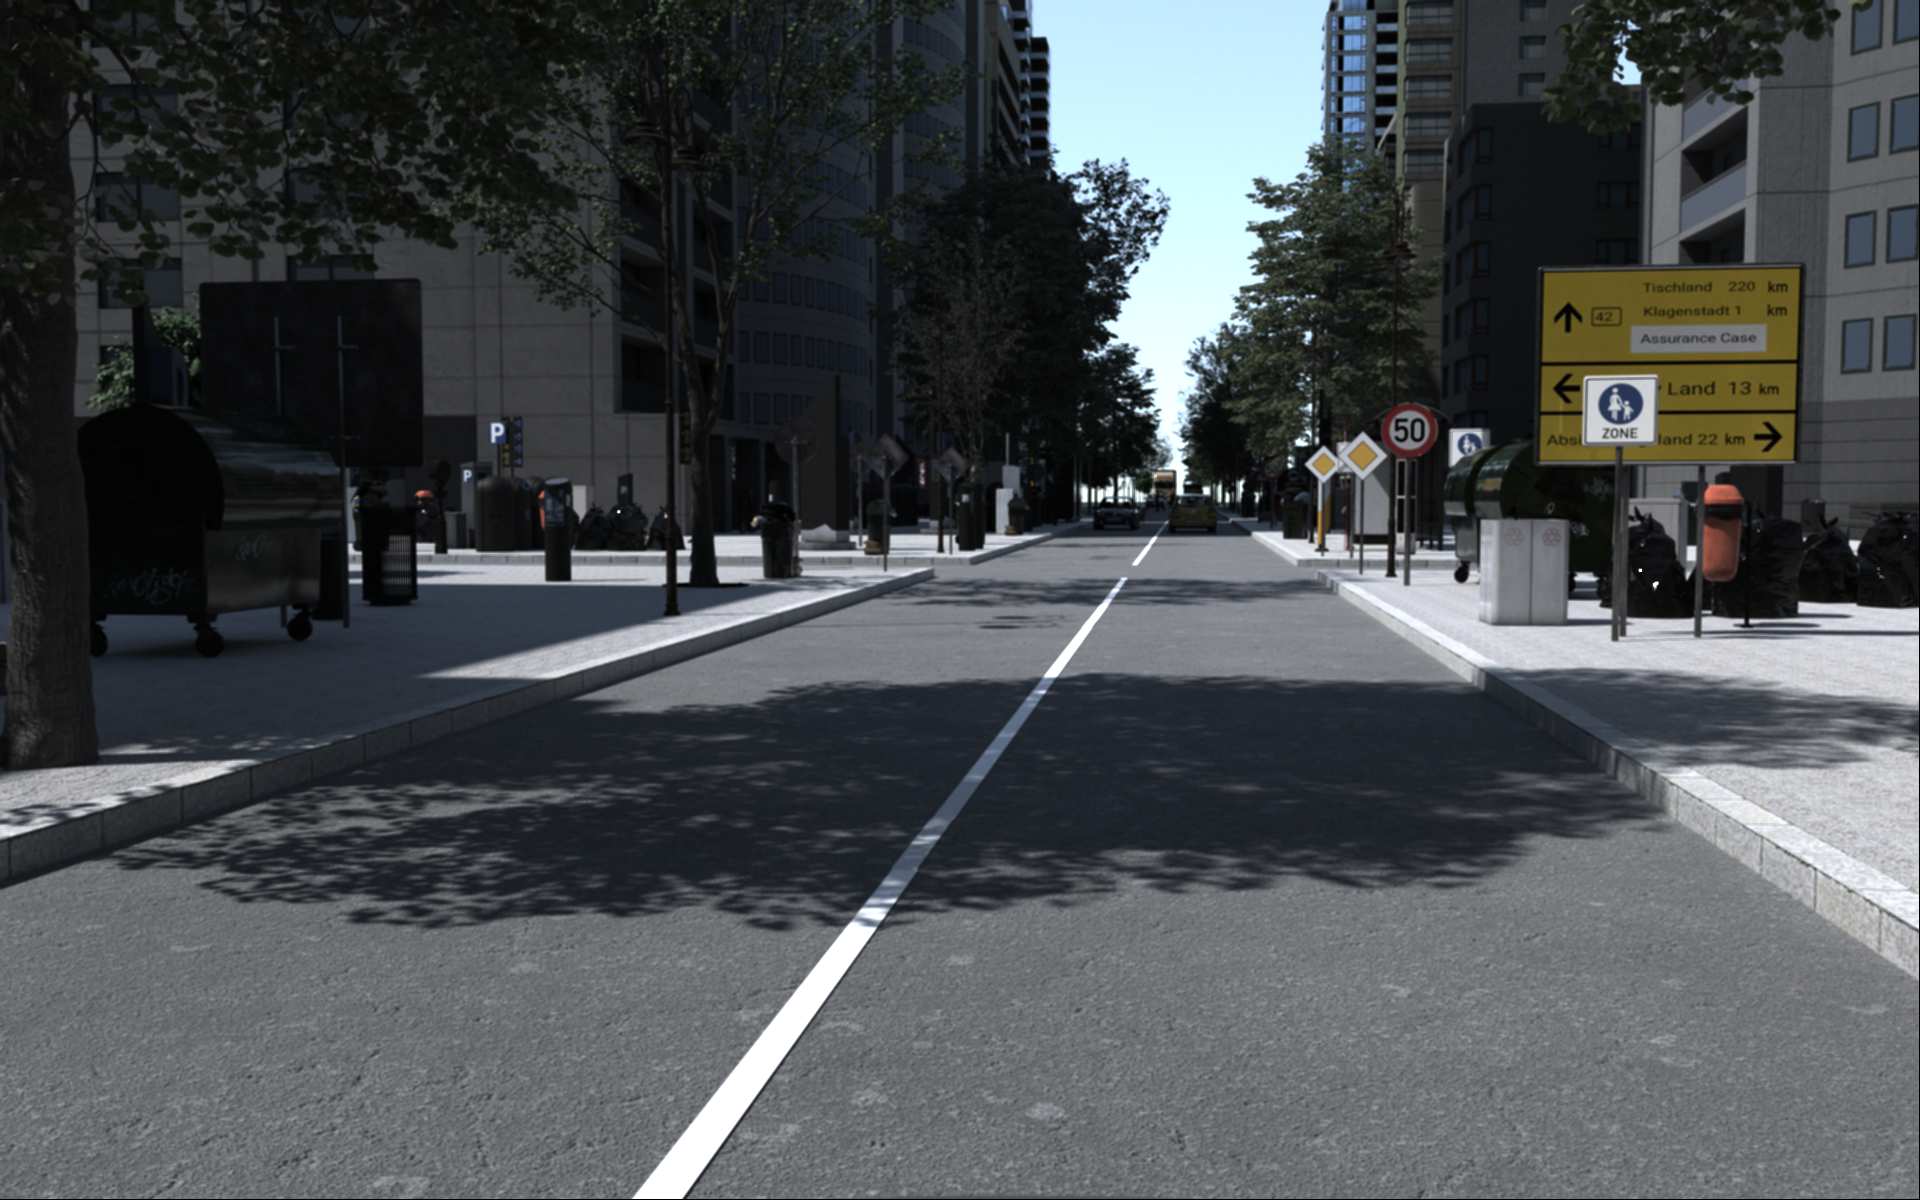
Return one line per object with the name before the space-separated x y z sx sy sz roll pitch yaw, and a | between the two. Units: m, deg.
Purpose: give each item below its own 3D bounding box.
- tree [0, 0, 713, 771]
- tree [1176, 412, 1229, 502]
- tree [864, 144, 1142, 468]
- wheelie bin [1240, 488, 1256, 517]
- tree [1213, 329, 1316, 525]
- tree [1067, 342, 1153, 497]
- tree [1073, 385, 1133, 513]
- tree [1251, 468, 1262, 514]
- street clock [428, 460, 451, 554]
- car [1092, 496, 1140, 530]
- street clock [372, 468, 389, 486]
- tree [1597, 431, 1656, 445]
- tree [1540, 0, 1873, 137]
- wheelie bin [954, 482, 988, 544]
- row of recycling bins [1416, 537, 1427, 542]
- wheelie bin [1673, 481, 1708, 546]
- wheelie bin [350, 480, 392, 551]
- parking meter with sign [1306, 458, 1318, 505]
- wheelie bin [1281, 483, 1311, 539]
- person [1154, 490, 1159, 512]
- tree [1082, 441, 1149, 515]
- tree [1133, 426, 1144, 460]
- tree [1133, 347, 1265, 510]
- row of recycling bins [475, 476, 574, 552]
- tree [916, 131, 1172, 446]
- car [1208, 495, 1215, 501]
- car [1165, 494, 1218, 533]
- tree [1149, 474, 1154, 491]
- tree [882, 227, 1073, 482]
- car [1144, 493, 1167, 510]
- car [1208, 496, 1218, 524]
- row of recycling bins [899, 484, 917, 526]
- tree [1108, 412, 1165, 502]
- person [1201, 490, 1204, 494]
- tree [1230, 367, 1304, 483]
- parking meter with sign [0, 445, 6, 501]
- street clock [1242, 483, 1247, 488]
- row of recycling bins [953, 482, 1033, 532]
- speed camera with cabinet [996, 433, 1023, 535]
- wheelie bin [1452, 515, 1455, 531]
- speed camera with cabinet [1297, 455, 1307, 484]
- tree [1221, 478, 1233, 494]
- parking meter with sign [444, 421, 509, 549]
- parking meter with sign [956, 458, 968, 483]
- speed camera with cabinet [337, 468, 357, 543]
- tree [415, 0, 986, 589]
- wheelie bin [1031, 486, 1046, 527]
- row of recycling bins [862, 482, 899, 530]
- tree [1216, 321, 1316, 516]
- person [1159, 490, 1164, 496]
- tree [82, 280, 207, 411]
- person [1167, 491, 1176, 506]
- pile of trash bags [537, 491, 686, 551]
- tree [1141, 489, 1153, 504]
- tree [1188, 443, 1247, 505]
tree | -4.349 -5.516 8.319 7.486 12.596 7.792 0 3 0
tree | 36.728 -21.175 252.872 9.857 13.997 8.962 0 3 0
tree | 1.736 -9.551 62.814 9.857 13.997 8.962 0 3 0
wheelie bin | 16.091 -5.434 96.749 0.693 1.594 0.980 -3 5 -42
tree | 13.014 -7.471 72.516 4.360 8.622 3.978 0 3 0
tree | 11.524 -12.922 129.402 7.486 12.596 7.792 0 3 0
tree | 8.614 -10.198 117.095 4.360 8.622 3.978 0 3 0
tree | 19.249 -7.222 112.689 1.663 3.219 1.824 0 3 0
street clock | -11.101 -1.984 37.002 0.358 2.002 0.471 1 4 22
car | 6.364 -3.528 70.262 1.945 1.354 3.894 1 4 8
street clock | -13.964 -2.275 41.766 0.358 2.002 0.471 -3 5 -44
tree | 24.370 -5.183 68.456 4.285 4.588 4.351 0 3 0
tree | 5.267 -5.457 7.351 7.486 12.596 7.792 0 3 0
wheelie bin | 0.279 -2.235 44.446 0.980 1.594 0.693 3 4 38
row of recycling bins | 12.501 -2.518 48.279 1.069 1.692 3.534 1 4 19
wheelie bin | 18.224 -2.153 43.114 0.980 1.594 0.693 0 4 1
wheelie bin | -13.192 -1.898 38.933 0.693 1.594 0.980 1 4 21
parking meter with sign | 18.335 -5.669 88.947 1.738 3.016 0.543 1 4 18
wheelie bin | 9.591 -2.540 49.443 0.980 1.594 0.693 2 4 28
person | 15.604 -7.856 137.666 0.721 1.735 1.217 0 4 -7
tree | 8.433 -7.528 106.789 4.285 4.588 4.351 0 3 0
tree | 15.949 -13.175 165.779 4.360 8.622 3.978 0 3 0
tree | 22.024 -14.105 140.985 12.009 13.543 11.850 0 3 0
row of recycling bins | -10.038 -2.003 39.858 1.069 1.692 3.534 1 4 16
tree | 4.236 -14.424 91.727 12.611 20.169 13.585 0 3 0
car | 18.032 -7.186 129.498 2.014 1.417 4.499 0 4 8
car | 8.694 -3.347 64.939 2.015 1.641 3.980 0 4 6
tree | 22.848 -14.233 216.425 4.285 4.588 4.351 0 3 0
tree | 0.157 -5.912 47.030 4.360 8.622 3.978 0 3 0
car | 17.884 -9.128 158.284 2.155 1.783 4.494 1 4 8
car | 11.529 -4.355 83.781 1.945 1.354 3.894 0 4 6
row of recycling bins | -2.496 -3.816 69.507 1.069 1.692 3.534 1 4 16
tree | 18.540 -15.495 187.758 7.601 10.594 8.767 -1 4 -10
person | 22.905 -9.485 163.576 0.705 1.824 1.348 -1 4 -10
tree | 16.293 -8.669 92.101 4.737 8.622 4.395 0 3 0
parking meter with sign | -32.107 -3.686 56.533 0.543 3.016 1.738 1 4 13
street clock | 17.862 -6.331 108.081 0.471 2.002 0.358 0 4 -7
row of recycling bins | 0.868 -3.158 58.751 3.534 1.692 1.069 -2 4 -32
speed camera with cabinet | 1.606 -3.738 55.459 0.660 3.252 2.038 1 4 11
wheelie bin | 17.367 -3.176 59.829 0.980 1.594 0.693 1 4 16
speed camera with cabinet | 16.407 -5.674 87.110 2.038 3.252 0.660 1 4 14
tree | 27.936 -11.351 180.192 1.663 3.219 1.824 0 3 0
parking meter with sign | -11.450 -2.735 40.979 0.543 3.016 1.738 2 4 25
parking meter with sign | -0.154 -4.774 74.323 0.543 3.016 1.738 3 5 42
speed camera with cabinet | -16.345 -3.152 45.876 0.660 3.252 2.038 -2 4 -31
tree | -3.499 -5.995 23.766 9.928 11.665 9.643 0 3 0
wheelie bin | 2.898 -3.691 68.254 0.980 1.594 0.693 1 4 16
row of recycling bins | -3.462 -3.122 58.164 1.069 1.692 3.534 2 4 27
tree | 16.869 -10.744 101.412 9.928 11.665 9.643 0 3 0
person | 20.406 -10.204 175.198 0.709 1.838 0.599 2 4 28
tree | -11.670 -2.635 26.791 4.285 4.588 4.351 0 3 0
person | 19.940 -9.363 162.303 1.217 1.735 0.721 0 4 -8
pile of trash bags | -8.013 -1.799 39.159 1.912 1.369 3.447 3 5 42
tree | 25.548 -14.772 236.116 1.663 3.219 1.824 0 3 0
tree | 29.885 -15.943 195.079 8.767 10.594 7.601 -1 4 -12
